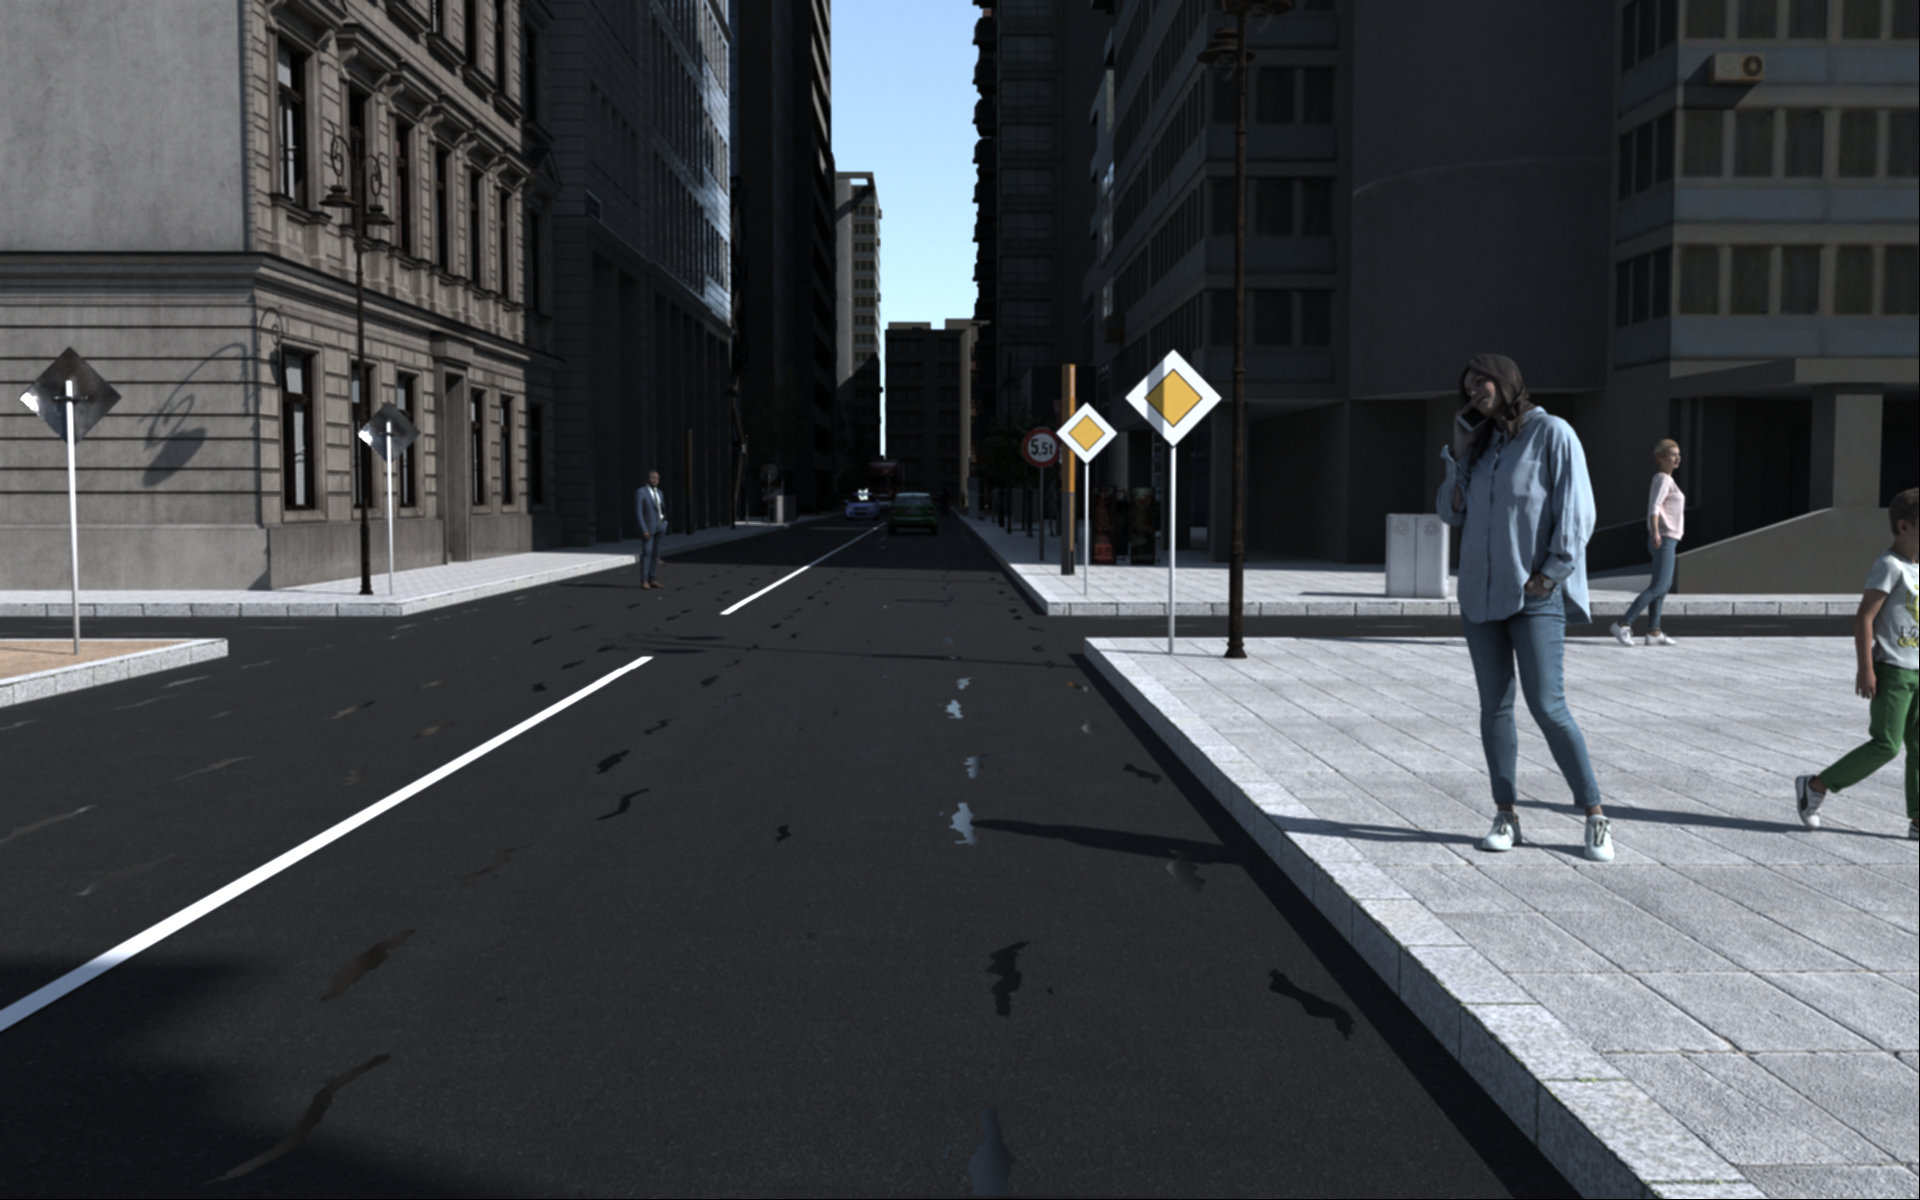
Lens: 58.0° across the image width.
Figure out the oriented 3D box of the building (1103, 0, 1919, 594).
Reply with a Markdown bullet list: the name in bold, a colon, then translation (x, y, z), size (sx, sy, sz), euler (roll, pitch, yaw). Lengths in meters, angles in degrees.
- **building**: translation (15.890, -21.113, 37.084), size (23.993, 40.220, 32.217), euler (0, 4, -1)

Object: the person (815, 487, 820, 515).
- **person**: translation (-8.979, -6.202, 108.164), size (0.721, 1.735, 1.217), euler (0, 4, -2)

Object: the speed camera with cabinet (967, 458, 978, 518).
- **speed camera with cabinet**: translation (0.737, -6.047, 93.212), size (0.660, 3.252, 2.038), euler (0, 4, -1)

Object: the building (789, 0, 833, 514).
- **building**: translation (-20.306, -30.445, 121.481), size (21.300, 48.544, 21.600), euler (0, 4, -1)

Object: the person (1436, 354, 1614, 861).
- **person**: translation (2.050, 0.004, 6.248), size (0.793, 1.790, 0.793), euler (2, 4, 24)

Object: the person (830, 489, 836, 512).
- **person**: translation (-9.148, -7.178, 124.880), size (0.415, 1.643, 0.593), euler (1, 4, 13)

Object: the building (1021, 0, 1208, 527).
- **building**: translation (14.824, -46.924, 79.885), size (22.319, 86.520, 31.000), euler (0, 4, -1)

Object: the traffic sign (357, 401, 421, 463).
- **traffic sign**: translation (-7.178, -1.198, 21.774), size (0.795, 2.593, 0.064), euler (0, 4, -1)

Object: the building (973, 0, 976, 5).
- **building**: translation (12.114, -28.975, 128.369), size (22.147, 44.769, 28.867), euler (0, 4, -1)

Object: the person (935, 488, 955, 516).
- **person**: translation (-0.956, -6.276, 111.072), size (1.348, 1.831, 0.705), euler (0, 4, -2)

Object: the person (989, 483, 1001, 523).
- **person**: translation (1.608, -4.360, 77.606), size (0.678, 1.792, 0.850), euler (1, 4, 12)

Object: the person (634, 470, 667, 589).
- **person**: translation (-4.722, -1.084, 26.408), size (0.419, 1.800, 0.721), euler (2, 4, 25)

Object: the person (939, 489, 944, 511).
- **person**: translation (-1.421, -8.428, 146.158), size (0.599, 1.838, 0.709), euler (-3, 4, -38)

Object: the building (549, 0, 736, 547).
- **building**: translation (-14.554, -17.013, 55.653), size (11.434, 29.767, 29.804), euler (0, 4, -1)

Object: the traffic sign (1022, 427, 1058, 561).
- **traffic sign**: translation (1.569, -2.024, 33.202), size (0.768, 2.556, 0.104), euler (0, 4, 3)

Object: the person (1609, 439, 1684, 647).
- **person**: translation (5.794, -0.480, 14.566), size (0.598, 1.740, 0.731), euler (1, 4, 8)

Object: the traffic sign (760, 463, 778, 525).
- **traffic sign**: translation (-7.966, -4.405, 72.129), size (0.768, 2.556, 0.104), euler (0, 4, 4)

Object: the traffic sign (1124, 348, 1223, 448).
- **traffic sign**: translation (1.724, -0.715, 13.888), size (0.795, 2.593, 0.064), euler (0, 4, -1)

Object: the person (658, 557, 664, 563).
- **person**: translation (-6.280, -1.418, 35.961), size (0.425, 1.301, 0.394), euler (3, 5, 41)

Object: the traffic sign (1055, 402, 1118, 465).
- **traffic sign**: translation (1.616, -1.204, 21.873), size (0.795, 2.593, 0.064), euler (0, 4, -1)

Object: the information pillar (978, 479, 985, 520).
- **information pillar**: translation (1.054, -4.936, 85.197), size (0.304, 2.012, 0.304), euler (-1, 4, -11)

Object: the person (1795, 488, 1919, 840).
- **person**: translation (3.452, 0.235, 6.447), size (0.590, 1.304, 0.306), euler (2, 4, 34)

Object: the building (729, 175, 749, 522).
- **building**: translation (-18.342, -12.969, 79.500), size (16.820, 18.784, 16.811), euler (0, 4, -1)

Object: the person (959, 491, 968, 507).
- **person**: translation (0.362, -10.351, 178.477), size (1.217, 1.736, 0.721), euler (3, 5, 41)

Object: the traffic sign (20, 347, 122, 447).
- **traffic sign**: translation (-7.069, -0.709, 13.790), size (0.795, 2.593, 0.064), euler (0, 4, -1)

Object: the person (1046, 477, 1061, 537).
- **person**: translation (2.845, -2.788, 51.968), size (0.374, 1.781, 0.599), euler (-2, 4, -27)

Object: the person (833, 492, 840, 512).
- **person**: translation (-9.066, -7.143, 126.084), size (0.557, 1.426, 1.065), euler (-3, 5, -44)

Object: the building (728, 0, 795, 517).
- **building**: translation (-17.495, -27.745, 103.749), size (14.600, 45.320, 14.200), euler (0, 4, -1)

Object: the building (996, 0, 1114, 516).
- **building**: translation (9.236, -25.896, 107.000), size (14.154, 41.232, 14.086), euler (0, 4, -1)

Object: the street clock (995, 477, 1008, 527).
- **street clock**: translation (1.614, -3.806, 66.792), size (0.471, 2.002, 0.358), euler (1, 4, 14)

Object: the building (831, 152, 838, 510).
- **building**: translation (-17.359, -22.537, 140.176), size (14.160, 30.474, 14.107), euler (0, 4, -1)

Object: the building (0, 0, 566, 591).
- **building**: translation (-14.046, -10.205, 31.483), size (10.561, 19.102, 19.286), euler (0, 4, -1)
